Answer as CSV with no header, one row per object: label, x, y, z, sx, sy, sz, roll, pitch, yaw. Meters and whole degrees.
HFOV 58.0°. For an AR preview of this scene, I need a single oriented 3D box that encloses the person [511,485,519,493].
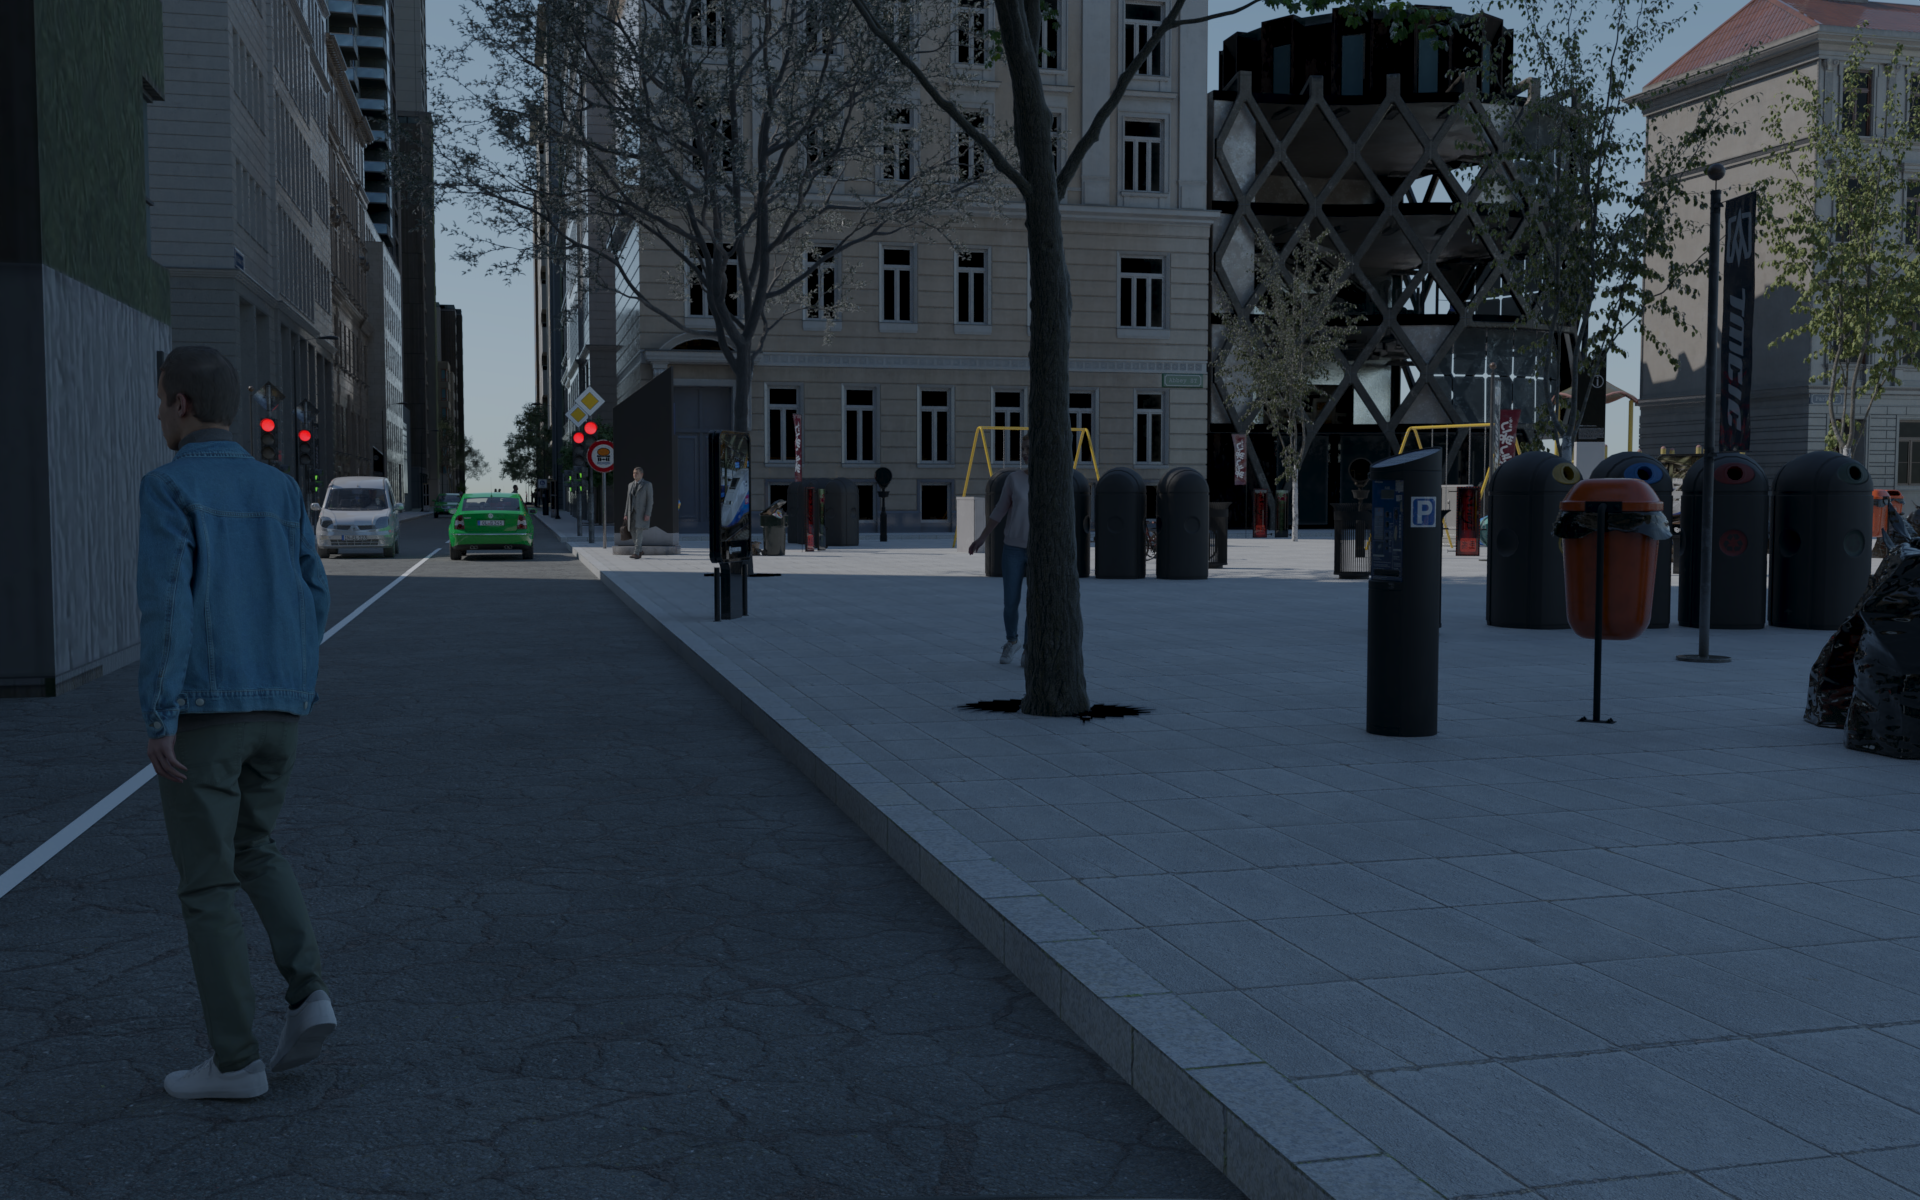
person,-17.690,-3.696,69.033,0.767,1.812,0.694,0,4,2

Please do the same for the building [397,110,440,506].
building,-61.512,-30.264,178.403,14.154,41.232,14.086,-1,4,-15

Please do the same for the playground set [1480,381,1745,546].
playground set,15.640,-3.380,42.036,5.302,4.214,5.637,-1,4,-16

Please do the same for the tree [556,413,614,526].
tree,-15.784,-5.603,75.329,4.285,4.588,4.351,0,3,0

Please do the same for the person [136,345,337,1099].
person,-1.724,0.289,4.127,0.444,1.785,0.601,2,4,30

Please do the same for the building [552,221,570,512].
building,-21.285,-17.186,117.143,11.583,22.565,21.152,-1,4,-15

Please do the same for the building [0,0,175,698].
building,-12.656,-14.423,7.510,14.160,30.474,14.107,-1,4,-15

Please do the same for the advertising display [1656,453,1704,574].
advertising display,11.593,-1.371,27.623,0.974,1.923,0.123,3,5,44

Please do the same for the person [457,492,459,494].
person,-68.843,-14.202,238.265,1.348,1.821,0.705,0,4,-1

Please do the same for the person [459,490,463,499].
person,-66.383,-13.699,229.884,0.709,1.838,0.599,1,4,19

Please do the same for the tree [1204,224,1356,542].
tree,8.812,-5.883,46.546,4.360,8.622,3.978,0,3,0

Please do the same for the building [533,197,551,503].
building,-54.577,-36.778,251.430,14.600,45.320,14.200,-1,4,-15

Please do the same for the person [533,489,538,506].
person,-44.026,-10.620,179.684,0.705,1.823,1.348,-3,4,-37

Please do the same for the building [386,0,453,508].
building,-73.214,-47.269,211.093,20.563,71.187,20.611,-1,4,-15

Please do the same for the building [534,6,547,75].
building,-30.946,-36.627,188.097,28.713,52.752,27.495,-1,4,-15

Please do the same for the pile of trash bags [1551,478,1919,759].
pile of trash bags,4.903,0.035,9.173,3.447,1.369,1.912,2,4,32

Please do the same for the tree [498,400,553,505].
tree,-50.749,-17.795,207.951,9.611,12.733,9.660,0,3,0

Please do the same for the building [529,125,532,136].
building,-42.625,-39.351,232.634,28.713,52.752,27.495,-1,4,-15

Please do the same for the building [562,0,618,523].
building,-14.996,-19.253,92.281,11.434,29.767,29.804,-1,4,-15

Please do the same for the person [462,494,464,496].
person,-71.562,-14.849,249.374,0.434,1.755,0.990,2,4,28

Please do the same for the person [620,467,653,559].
person,-6.400,-1.718,34.235,0.694,1.812,0.767,2,4,25

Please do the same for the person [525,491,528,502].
person,-67.581,-16.076,269.817,0.436,1.711,0.756,0,4,-5

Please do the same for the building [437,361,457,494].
building,-83.530,-23.908,235.929,27.650,21.520,28.899,-1,4,-15

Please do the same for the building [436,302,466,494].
building,-81.451,-29.765,258.366,14.160,30.474,14.107,-1,4,-15

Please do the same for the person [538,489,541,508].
person,-38.537,-9.312,158.995,0.721,1.736,1.217,-1,4,-17

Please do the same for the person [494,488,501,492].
person,-32.595,-6.946,122.047,0.580,1.828,0.573,-3,5,-42

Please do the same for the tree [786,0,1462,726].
tree,0.423,-5.148,9.918,9.928,11.665,9.643,0,3,0

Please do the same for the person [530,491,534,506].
person,-47.712,-11.352,193.117,0.415,1.643,0.593,-1,4,-13

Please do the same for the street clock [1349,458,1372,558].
street clock,8.086,-1.859,34.967,0.471,2.002,0.358,1,4,17

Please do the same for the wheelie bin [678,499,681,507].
wheelie bin,-6.704,-1.883,38.697,0.980,1.594,0.693,0,4,1

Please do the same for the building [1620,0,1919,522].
building,39.887,-14.393,71.480,21.152,22.565,11.583,-1,4,-15

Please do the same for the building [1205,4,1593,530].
building,15.361,-12.283,68.279,16.811,18.784,16.820,-1,4,-15

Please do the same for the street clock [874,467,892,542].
street clock,-2.059,-2.571,46.608,0.471,2.002,0.358,0,4,3

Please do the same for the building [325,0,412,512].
building,-54.498,-50.203,133.488,22.319,86.520,31.000,-1,4,-15

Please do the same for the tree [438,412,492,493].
tree,-57.129,-15.875,193.963,7.601,10.594,8.767,3,4,39

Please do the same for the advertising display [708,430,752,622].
advertising display,-2.355,-0.770,17.798,0.123,1.923,0.974,1,4,12

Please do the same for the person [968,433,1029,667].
person,0.427,-0.378,12.891,0.731,1.740,0.598,0,4,-4

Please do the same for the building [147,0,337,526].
building,-30.365,-17.504,63.677,11.434,29.767,29.804,-1,4,-15

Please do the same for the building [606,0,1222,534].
building,-2.341,-16.929,62.689,20.117,28.700,13.634,-1,4,-15

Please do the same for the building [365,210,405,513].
building,-41.862,-15.699,111.429,10.420,20.320,16.860,-1,4,-15

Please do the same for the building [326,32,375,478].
building,-37.927,-17.941,90.598,12.463,27.353,25.104,-1,4,-15

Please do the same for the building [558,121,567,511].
building,-24.826,-22.441,138.618,14.160,30.474,14.107,-1,4,-15

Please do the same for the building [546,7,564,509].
building,-27.094,-37.767,159.497,21.231,58.520,28.212,-1,4,-15

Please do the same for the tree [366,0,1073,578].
tree,-3.428,-7.117,26.739,12.009,13.543,11.850,0,3,0

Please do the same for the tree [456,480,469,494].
tree,-67.390,-14.644,234.023,1.663,3.219,1.824,0,3,0
